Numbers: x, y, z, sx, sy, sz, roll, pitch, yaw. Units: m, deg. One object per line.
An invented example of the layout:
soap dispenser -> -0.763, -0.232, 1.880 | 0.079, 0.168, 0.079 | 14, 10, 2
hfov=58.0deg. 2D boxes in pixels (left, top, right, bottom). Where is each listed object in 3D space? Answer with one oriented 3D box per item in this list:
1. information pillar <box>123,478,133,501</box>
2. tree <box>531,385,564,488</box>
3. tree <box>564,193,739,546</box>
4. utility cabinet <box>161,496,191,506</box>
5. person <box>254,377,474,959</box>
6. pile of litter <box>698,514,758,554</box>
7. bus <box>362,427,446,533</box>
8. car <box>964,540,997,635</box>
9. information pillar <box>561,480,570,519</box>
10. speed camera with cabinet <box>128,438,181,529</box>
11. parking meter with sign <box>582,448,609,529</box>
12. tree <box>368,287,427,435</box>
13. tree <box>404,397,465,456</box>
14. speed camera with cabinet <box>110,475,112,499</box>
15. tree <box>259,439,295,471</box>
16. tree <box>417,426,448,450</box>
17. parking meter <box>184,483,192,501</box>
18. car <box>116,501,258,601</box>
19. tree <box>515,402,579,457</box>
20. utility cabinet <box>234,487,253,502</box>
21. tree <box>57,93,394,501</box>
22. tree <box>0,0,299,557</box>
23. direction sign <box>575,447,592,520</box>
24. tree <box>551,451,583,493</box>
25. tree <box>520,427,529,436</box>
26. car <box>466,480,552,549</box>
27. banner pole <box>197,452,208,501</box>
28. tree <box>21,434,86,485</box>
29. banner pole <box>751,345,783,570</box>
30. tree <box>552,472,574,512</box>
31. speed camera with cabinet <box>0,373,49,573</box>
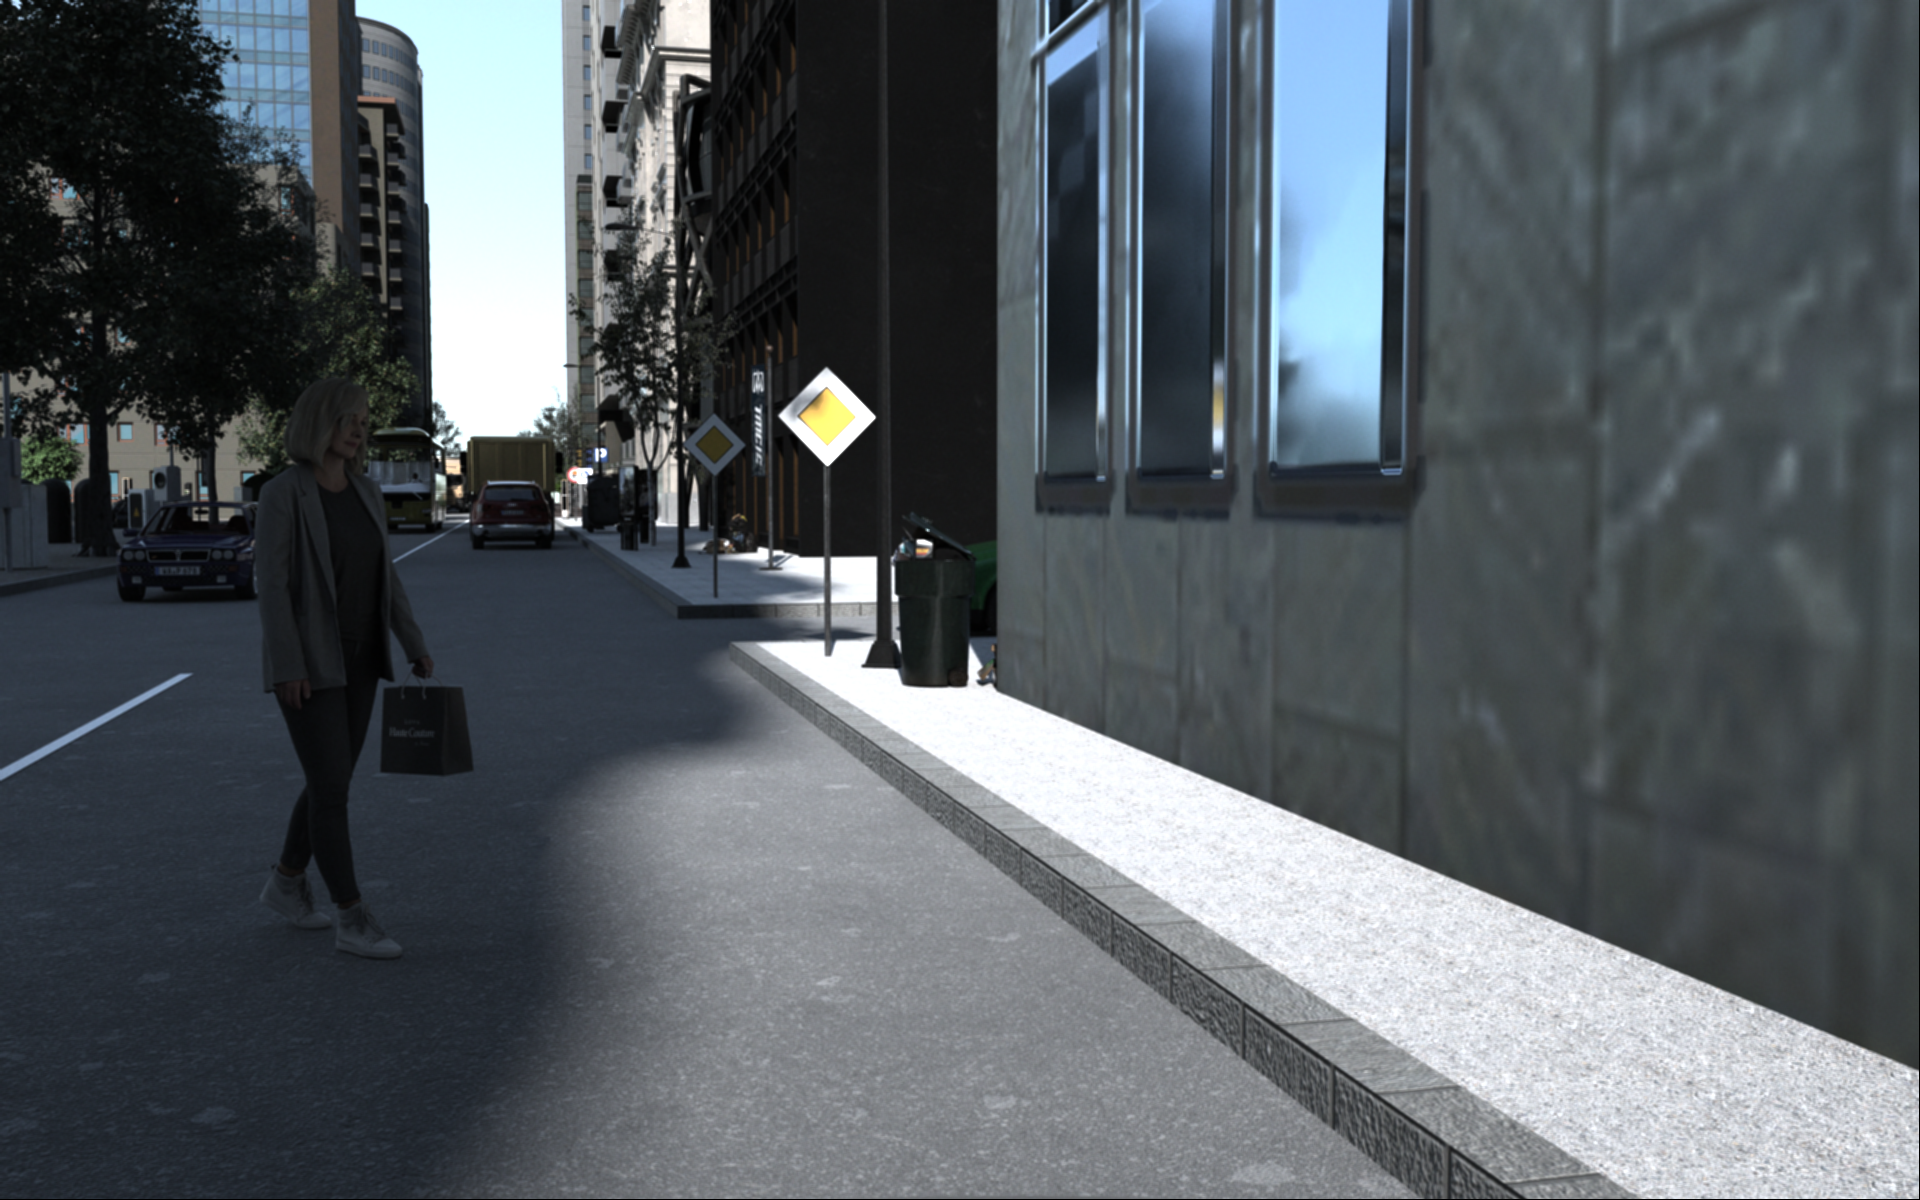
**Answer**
information pillar -> -38.320, -4.605, 79.789 | 0.304, 2.012, 0.304 | 0, 4, 7
tree -> -25.239, -9.879, 111.883 | 4.360, 8.622, 3.978 | 0, 3, 0
tree -> -7.550, -5.630, 42.407 | 4.360, 8.622, 3.978 | 0, 3, 0
utility cabinet -> -28.496, -3.167, 62.934 | 1.020, 1.237, 0.306 | -3, 5, -42
person -> -1.981, 0.189, 5.593 | 0.728, 1.800, 0.709 | 2, 4, 29
pile of litter -> -5.072, -1.448, 37.640 | 1.176, 0.858, 1.719 | 3, 4, 39
bus -> -21.483, -4.629, 67.226 | 2.896, 3.916, 12.252 | -1, 4, -14
car -> 1.690, -0.551, 17.807 | 4.718, 1.807, 1.959 | -1, 4, -16
information pillar -> -20.206, -5.152, 88.731 | 0.304, 2.012, 0.304 | 1, 4, 11
speed camera with cabinet -> -26.633, -3.846, 57.218 | 2.038, 3.252, 0.660 | 2, 4, 30
parking meter with sign -> -13.634, -4.180, 64.602 | 0.543, 3.016, 1.738 | 0, 4, 7
tree -> -30.965, -10.261, 84.778 | 9.611, 12.733, 9.660 | 0, 3, 0
tree -> -50.481, -14.099, 164.931 | 7.601, 10.594, 8.767 | -1, 4, -11
speed camera with cabinet -> -38.062, -5.002, 76.115 | 0.660, 3.252, 2.038 | 0, 4, 0
tree -> -23.949, -4.048, 60.785 | 1.663, 3.219, 1.824 | 0, 3, 0
tree -> -54.564, -13.896, 177.563 | 4.360, 8.622, 3.978 | 0, 3, 0
parking meter -> -39.138, -5.025, 87.867 | 0.255, 1.863, 0.399 | 0, 4, -4
car -> -10.689, -0.733, 24.571 | 1.945, 1.354, 3.894 | -1, 4, -13
tree -> -41.647, -14.704, 174.826 | 8.767, 10.594, 7.601 | -1, 4, -21
utility cabinet -> -21.572, -2.661, 52.187 | 0.318, 1.500, 1.173 | -2, 4, -34
tree -> -21.903, -8.547, 50.113 | 12.009, 13.543, 11.850 | 0, 3, 0
tree -> -17.659, -7.245, 35.471 | 9.611, 12.733, 9.660 | 0, 3, 0
direction sign -> -18.271, -5.639, 84.203 | 0.876, 3.537, 0.379 | -3, 4, -37
tree -> -29.829, -8.920, 129.554 | 4.285, 4.588, 4.351 | 0, 3, 0
tree -> -35.810, -12.226, 150.263 | 4.360, 8.622, 3.978 | 0, 3, 0
car -> -12.135, -2.327, 46.714 | 2.281, 1.827, 5.304 | -1, 4, -16
banner pole -> -31.423, -5.004, 71.840 | 0.401, 3.779, 0.863 | 1, 4, 18
tree -> -42.763, -5.952, 81.024 | 4.285, 4.588, 4.351 | 0, 3, 0
banner pole -> -3.342, -2.411, 29.438 | 0.401, 3.779, 0.863 | -3, 4, -36
tree -> -28.973, -8.009, 125.548 | 1.663, 3.219, 1.824 | 0, 3, 0
speed camera with cabinet -> -15.926, -2.122, 29.030 | 0.660, 3.252, 2.038 | -1, 4, -12
